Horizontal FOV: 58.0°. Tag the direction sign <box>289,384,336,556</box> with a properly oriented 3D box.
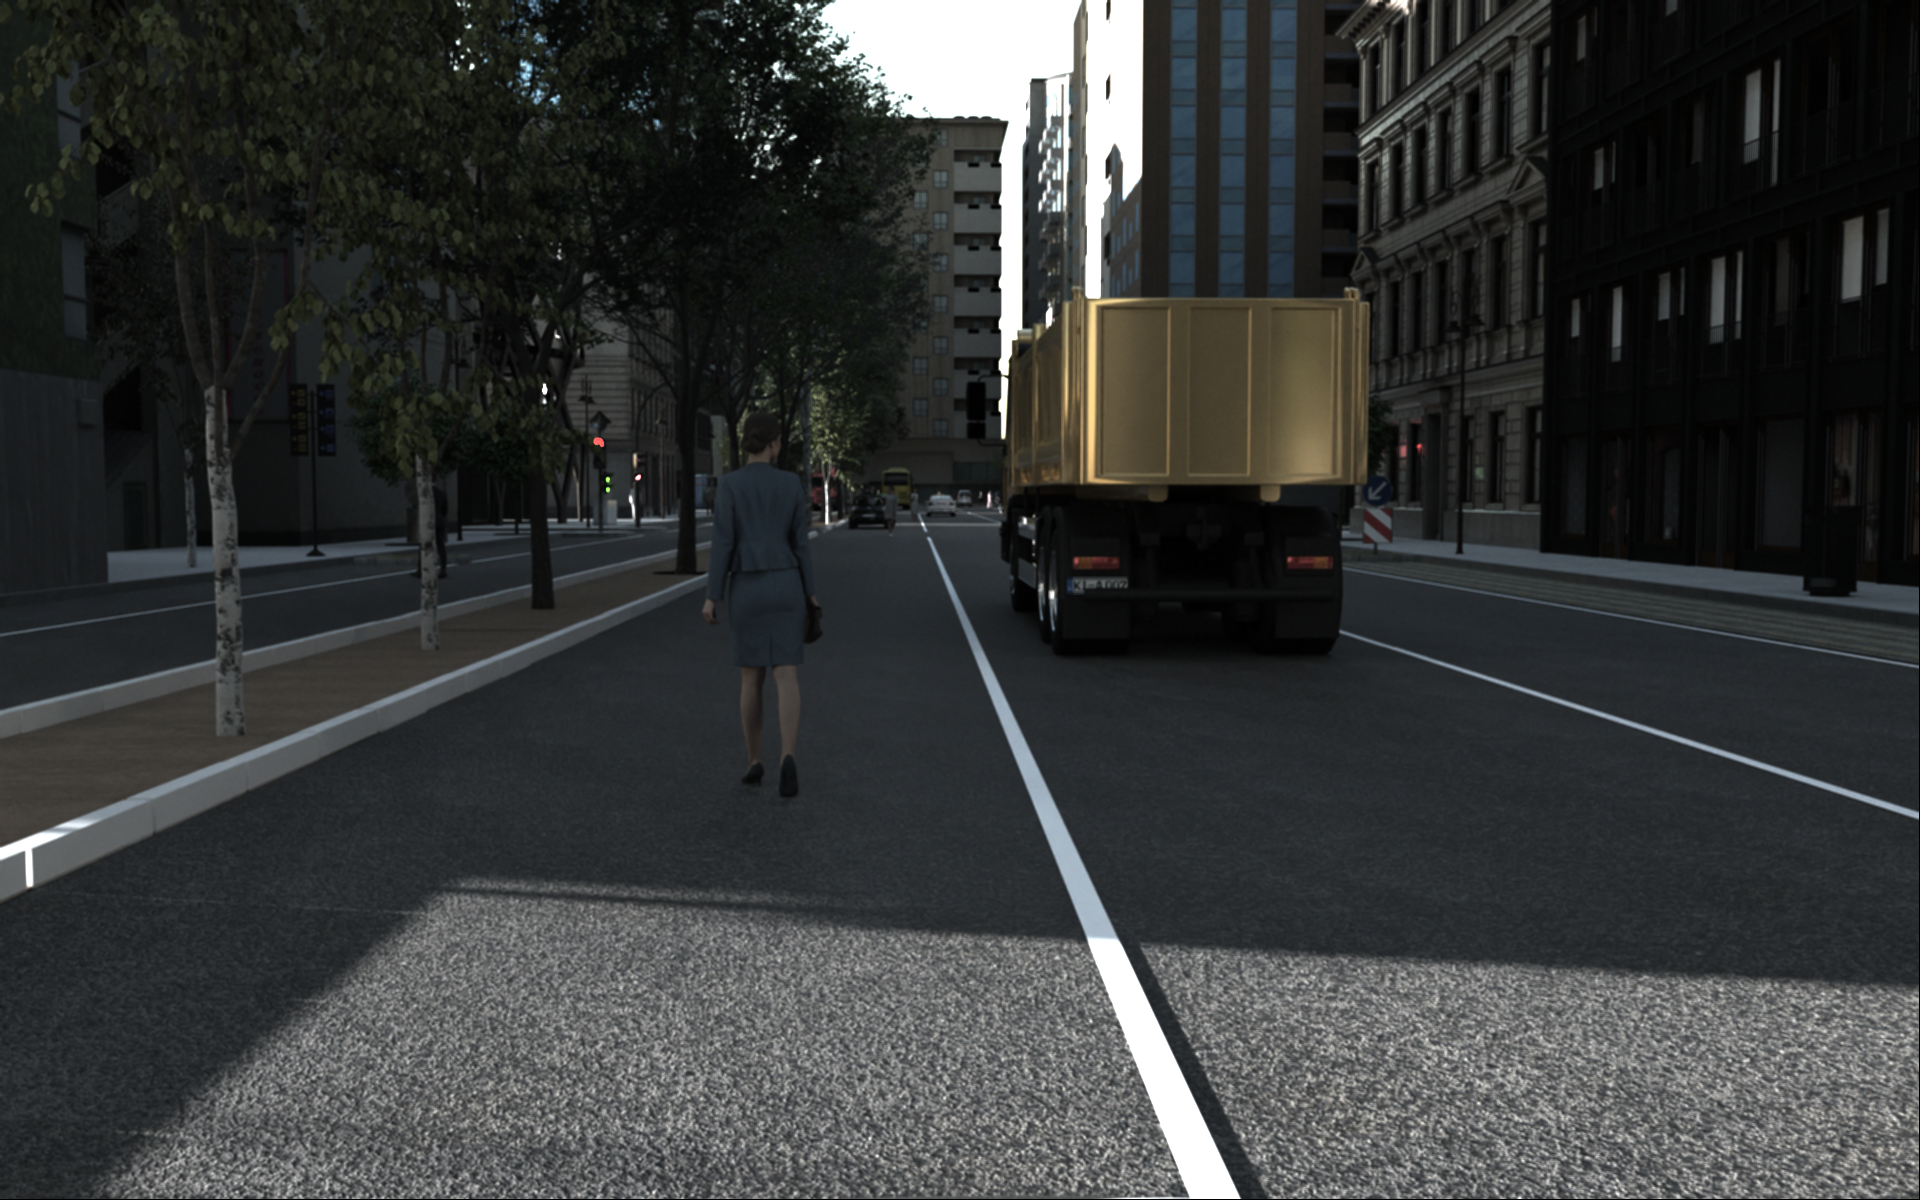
[{"bbox_3d":[-13.313,-2.672,35.677,0.876,3.537,0.379,-1,4,-17],"label":"direction sign"}]

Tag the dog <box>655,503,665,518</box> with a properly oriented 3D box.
[{"bbox_3d":[-16.420,-4.920,94.816,0.800,0.831,0.513,-3,5,-39],"label":"dog"}]

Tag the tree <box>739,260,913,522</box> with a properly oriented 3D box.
[{"bbox_3d":[-6.884,-10.954,88.217,9.857,13.997,8.962,0,3,0],"label":"tree"}]

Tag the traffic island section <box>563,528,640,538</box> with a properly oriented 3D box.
[{"bbox_3d":[-12.150,-2.216,58.514,2.009,0.180,2.903,0,4,-2],"label":"traffic island section"}]

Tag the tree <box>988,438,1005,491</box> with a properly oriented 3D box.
[{"bbox_3d":[5.593,-16.056,212.882,4.360,8.622,3.978,0,3,0],"label":"tree"}]

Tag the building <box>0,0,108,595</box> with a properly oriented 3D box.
[{"bbox_3d":[-19.110,-20.374,16.703,14.154,41.232,14.086,0,4,-2],"label":"building"}]

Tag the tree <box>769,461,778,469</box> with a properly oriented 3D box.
[{"bbox_3d":[-18.783,-12.071,181.076,4.285,4.588,4.351,0,3,0],"label":"tree"}]

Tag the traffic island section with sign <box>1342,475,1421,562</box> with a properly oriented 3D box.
[{"bbox_3d":[8.624,-1.742,37.111,1.989,1.847,2.006,0,4,-2],"label":"traffic island section with sign"}]

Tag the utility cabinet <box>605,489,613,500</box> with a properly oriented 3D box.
[{"bbox_3d":[-14.738,-3.924,72.835,0.318,1.500,1.173,-1,4,-11],"label":"utility cabinet"}]

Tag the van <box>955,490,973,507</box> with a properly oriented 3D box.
[{"bbox_3d":[0.487,-11.420,193.725,2.013,2.044,4.112,0,4,-1],"label":"van"}]

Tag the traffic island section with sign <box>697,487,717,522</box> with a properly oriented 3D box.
[{"bbox_3d":[-12.778,-5.056,91.299,1.989,1.847,2.006,0,4,-2],"label":"traffic island section with sign"}]

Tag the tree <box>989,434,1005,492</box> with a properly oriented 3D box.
[{"bbox_3d":[5.802,-15.454,203.037,4.737,8.622,4.395,0,3,0],"label":"tree"}]

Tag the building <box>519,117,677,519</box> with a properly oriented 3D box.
[{"bbox_3d":[-22.141,-15.266,98.757,9.793,20.994,18.267,0,4,-2],"label":"building"}]

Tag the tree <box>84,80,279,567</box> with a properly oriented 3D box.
[{"bbox_3d":[-13.587,-4.864,29.896,4.360,8.622,3.978,0,3,0],"label":"tree"}]

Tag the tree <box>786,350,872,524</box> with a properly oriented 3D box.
[{"bbox_3d":[-6.171,-7.841,81.014,4.737,8.622,4.395,0,3,0],"label":"tree"}]

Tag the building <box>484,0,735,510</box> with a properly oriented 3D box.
[{"bbox_3d":[-31.140,-51.509,154.838,22.319,86.520,31.000,0,4,-2],"label":"building"}]

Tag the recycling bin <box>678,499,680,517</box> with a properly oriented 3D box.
[{"bbox_3d":[-15.200,-5.118,96.232,0.722,1.027,0.722,1,4,20],"label":"recycling bin"}]

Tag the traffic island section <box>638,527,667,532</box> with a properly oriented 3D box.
[{"bbox_3d":[-12.381,-2.704,66.496,2.009,0.180,2.903,0,4,-2],"label":"traffic island section"}]

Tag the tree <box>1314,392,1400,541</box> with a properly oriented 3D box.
[{"bbox_3d":[10.514,-3.937,48.088,4.285,4.588,4.351,0,3,0],"label":"tree"}]

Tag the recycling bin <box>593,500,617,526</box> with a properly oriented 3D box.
[{"bbox_3d":[-14.500,-3.559,70.745,0.722,1.027,0.722,2,4,24],"label":"recycling bin"}]

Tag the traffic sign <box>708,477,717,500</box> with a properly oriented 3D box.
[{"bbox_3d":[-15.136,-6.349,105.932,0.606,2.300,0.079,0,4,3],"label":"traffic sign"}]

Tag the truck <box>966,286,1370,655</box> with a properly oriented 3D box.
[{"bbox_3d":[1.941,-1.416,19.069,3.469,3.379,9.791,0,4,-2],"label":"truck"}]

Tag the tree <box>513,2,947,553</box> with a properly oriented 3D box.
[{"bbox_3d":[-5.411,-7.860,41.332,12.009,13.543,11.850,0,3,0],"label":"tree"}]

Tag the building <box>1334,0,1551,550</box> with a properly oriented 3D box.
[{"bbox_3d":[17.743,-11.173,47.302,10.561,19.102,19.286,0,4,-2],"label":"building"}]

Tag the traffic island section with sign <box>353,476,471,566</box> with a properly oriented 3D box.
[{"bbox_3d":[-11.158,-1.645,35.531,1.989,1.847,2.006,0,4,-2],"label":"traffic island section with sign"}]

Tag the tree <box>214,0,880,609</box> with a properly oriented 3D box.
[{"bbox_3d":[-5.159,-5.178,21.525,8.767,10.594,7.601,0,4,-2],"label":"tree"}]

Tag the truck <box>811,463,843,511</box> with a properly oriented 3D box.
[{"bbox_3d":[-11.612,-9.817,149.421,2.839,4.237,11.283,0,4,-1],"label":"truck"}]

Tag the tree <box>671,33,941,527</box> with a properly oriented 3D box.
[{"bbox_3d":[-7.565,-13.059,71.861,12.611,20.169,13.585,0,3,0],"label":"tree"}]

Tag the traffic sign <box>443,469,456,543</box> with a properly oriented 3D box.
[{"bbox_3d":[-13.556,-2.783,45.606,0.768,2.556,0.104,0,4,5],"label":"traffic sign"}]

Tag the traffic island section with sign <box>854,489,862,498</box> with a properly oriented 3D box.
[{"bbox_3d":[-8.385,-8.153,141.437,2.006,1.907,1.989,0,4,-2],"label":"traffic island section with sign"}]

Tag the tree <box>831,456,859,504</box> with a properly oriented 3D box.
[{"bbox_3d":[-7.912,-10.548,125.282,4.360,8.622,3.978,0,3,0],"label":"tree"}]

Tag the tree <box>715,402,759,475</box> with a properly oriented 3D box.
[{"bbox_3d":[-17.726,-11.541,139.050,4.737,8.622,4.395,0,3,0],"label":"tree"}]

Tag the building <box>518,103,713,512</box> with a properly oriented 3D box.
[{"bbox_3d":[-25.517,-19.942,119.562,14.314,27.812,24.014,0,4,-2],"label":"building"}]

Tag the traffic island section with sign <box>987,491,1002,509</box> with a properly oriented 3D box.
[{"bbox_3d":[4.032,-11.447,195.781,1.989,1.847,2.006,0,4,-2],"label":"traffic island section with sign"}]

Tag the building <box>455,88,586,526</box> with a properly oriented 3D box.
[{"bbox_3d":[-25.291,-12.733,75.635,16.820,18.784,16.811,0,4,-2],"label":"building"}]

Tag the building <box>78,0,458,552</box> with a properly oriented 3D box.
[{"bbox_3d":[-26.788,-25.769,45.032,21.600,48.544,21.300,0,4,-2],"label":"building"}]

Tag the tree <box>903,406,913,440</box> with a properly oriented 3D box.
[{"bbox_3d":[-7.273,-10.374,106.477,8.767,10.594,7.601,0,4,-2],"label":"tree"}]

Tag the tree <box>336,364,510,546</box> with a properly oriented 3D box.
[{"bbox_3d":[-13.790,-3.649,43.380,4.285,4.588,4.351,0,3,0],"label":"tree"}]

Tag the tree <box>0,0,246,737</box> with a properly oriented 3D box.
[{"bbox_3d":[-4.261,-3.481,9.739,4.737,8.622,4.395,0,3,0],"label":"tree"}]

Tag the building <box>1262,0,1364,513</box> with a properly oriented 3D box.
[{"bbox_3d":[16.153,-27.347,97.241,14.600,45.320,14.200,0,4,-2],"label":"building"}]

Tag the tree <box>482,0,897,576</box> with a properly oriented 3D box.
[{"bbox_3d":[-4.757,-6.247,30.356,9.928,11.665,9.643,0,3,0],"label":"tree"}]

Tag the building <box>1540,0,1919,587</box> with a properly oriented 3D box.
[{"bbox_3d":[19.034,-12.215,29.393,12.332,23.373,15.834,0,4,-2],"label":"building"}]

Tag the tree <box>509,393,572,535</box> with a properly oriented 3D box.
[{"bbox_3d":[-13.977,-4.340,54.674,4.285,4.588,4.351,0,3,0],"label":"tree"}]

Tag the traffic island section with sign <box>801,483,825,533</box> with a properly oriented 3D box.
[{"bbox_3d":[-6.200,-3.559,66.330,2.006,1.907,1.989,0,4,-2],"label":"traffic island section with sign"}]

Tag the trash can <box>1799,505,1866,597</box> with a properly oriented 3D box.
[{"bbox_3d":[10.956,-0.620,21.789,0.748,1.137,0.748,0,3,0],"label":"trash can"}]

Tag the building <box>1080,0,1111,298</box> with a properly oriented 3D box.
[{"bbox_3d":[23.398,-32.831,126.029,28.713,52.752,27.495,0,4,-2],"label":"building"}]
